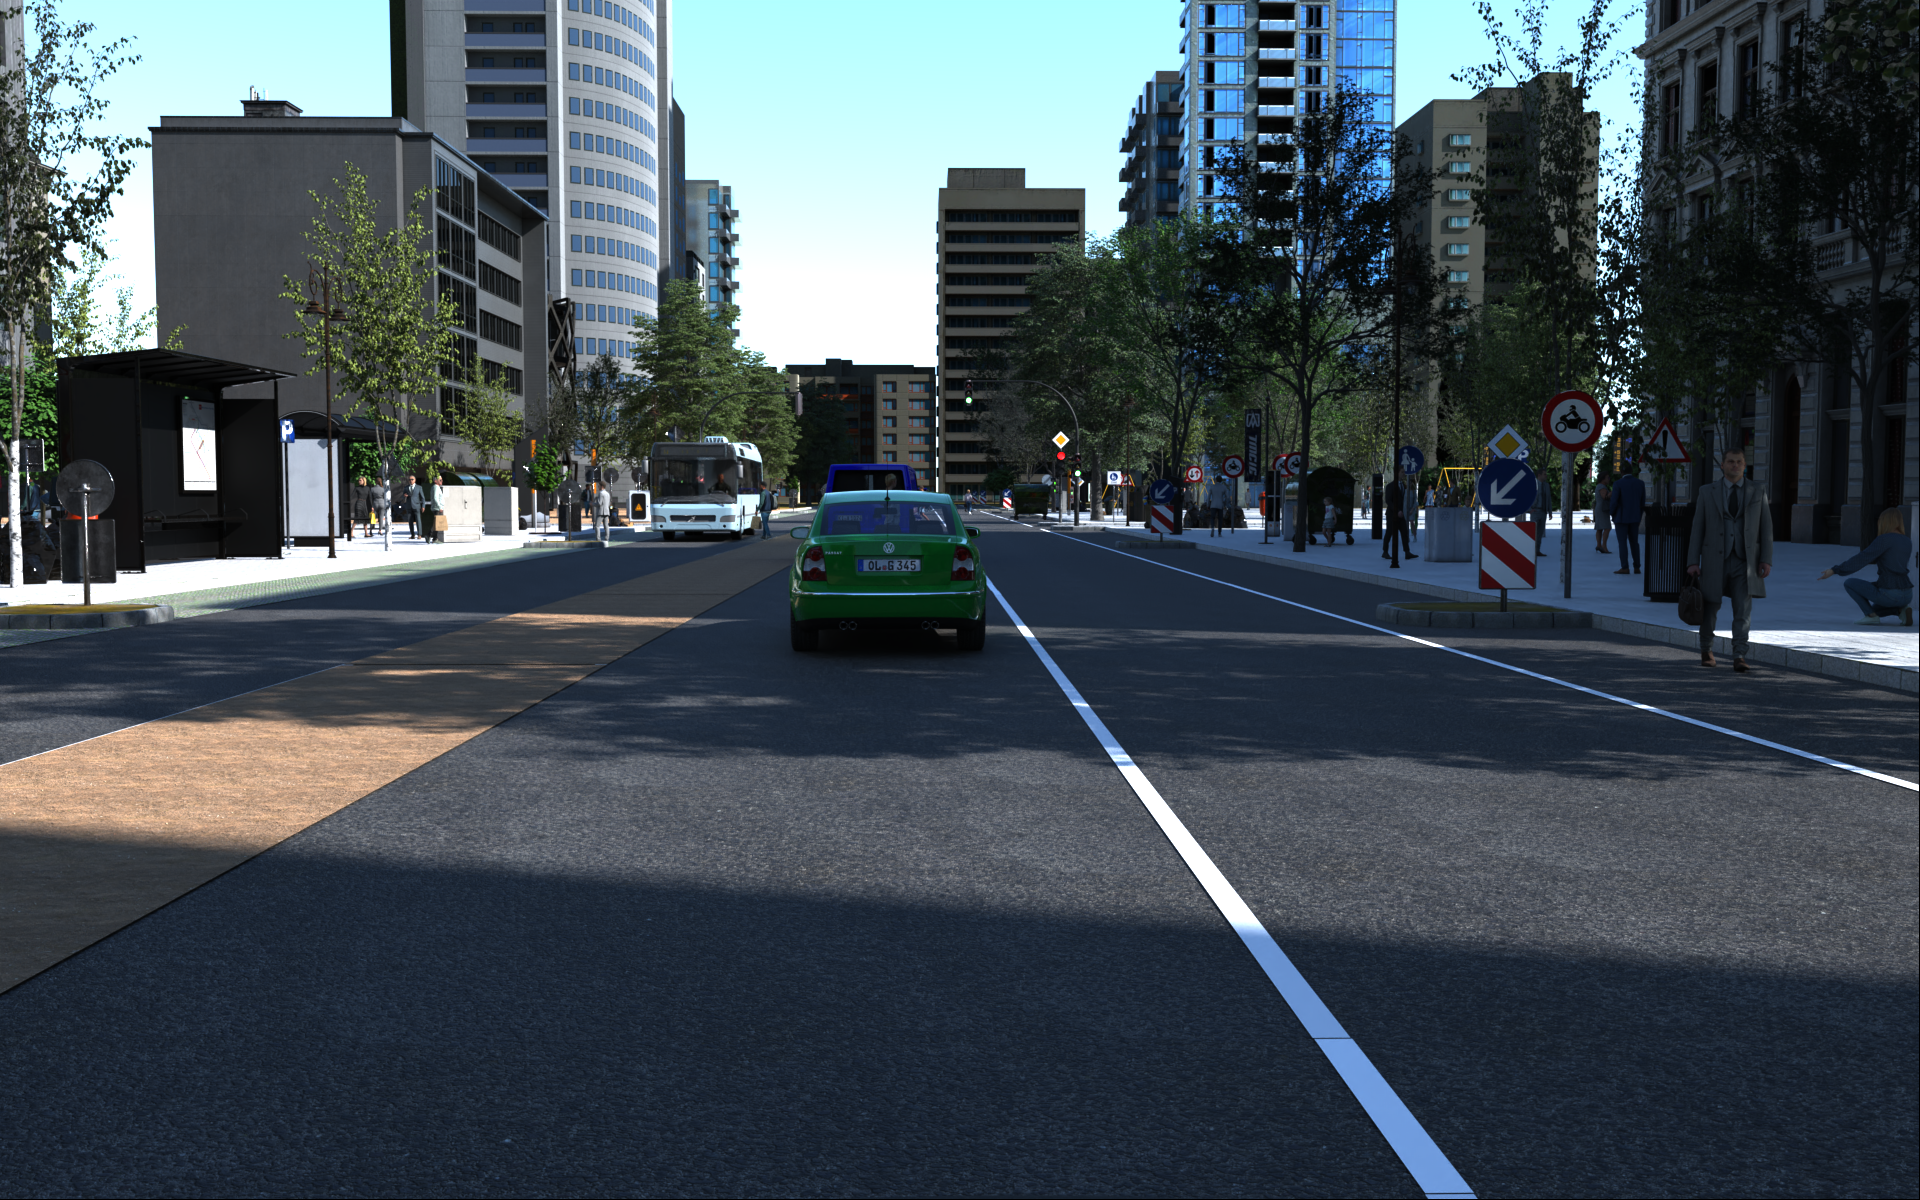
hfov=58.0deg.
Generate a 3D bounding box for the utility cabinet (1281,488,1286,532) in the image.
[{"bbox_3d":[10.993,-2.949,56.902,0.318,1.500,1.173,-1,4,-22],"label":"utility cabinet"}]

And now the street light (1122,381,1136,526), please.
[{"bbox_3d":[6.705,-5.886,69.025,0.468,5.910,1.993,0,4,-1],"label":"street light"}]

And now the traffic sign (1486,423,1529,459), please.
[{"bbox_3d":[10.218,-1.992,32.306,0.795,2.593,0.064,0,4,1],"label":"traffic sign"}]

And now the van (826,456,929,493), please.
[{"bbox_3d":[-1.820,-2.026,37.516,2.240,2.365,5.245,0,4,1],"label":"van"}]

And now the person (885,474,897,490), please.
[{"bbox_3d":[-1.237,-1.290,29.936,0.624,1.780,0.694,0,4,-3],"label":"person"}]

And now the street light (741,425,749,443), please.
[{"bbox_3d":[-14.450,-8.779,116.316,0.468,5.910,1.993,0,4,-1],"label":"street light"}]

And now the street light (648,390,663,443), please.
[{"bbox_3d":[-13.569,-6.384,77.161,0.468,5.910,1.993,0,4,-1],"label":"street light"}]

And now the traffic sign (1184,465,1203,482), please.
[{"bbox_3d":[10.484,-4.758,77.798,0.884,2.594,0.081,1,4,8],"label":"traffic sign"}]

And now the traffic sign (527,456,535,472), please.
[{"bbox_3d":[-14.294,-3.580,58.264,0.795,2.593,0.064,0,4,0],"label":"traffic sign"}]

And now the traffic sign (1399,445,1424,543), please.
[{"bbox_3d":[11.779,-2.777,45.503,0.768,2.556,0.104,1,4,8],"label":"traffic sign"}]

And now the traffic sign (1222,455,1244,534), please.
[{"bbox_3d":[8.848,-3.427,56.132,0.768,2.556,0.104,0,4,-1],"label":"traffic sign"}]

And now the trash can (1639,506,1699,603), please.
[{"bbox_3d":[8.479,-0.549,20.629,0.748,1.137,0.748,0,3,0],"label":"trash can"}]

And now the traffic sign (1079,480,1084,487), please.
[{"bbox_3d":[8.820,-7.849,128.070,0.795,2.593,0.064,0,4,2],"label":"traffic sign"}]

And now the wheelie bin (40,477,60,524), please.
[{"bbox_3d":[-16.030,-1.426,31.228,0.980,1.594,0.693,-1,4,-18],"label":"wheelie bin"}]

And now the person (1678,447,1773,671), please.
[{"bbox_3d":[6.268,-0.340,14.157,0.694,1.812,0.767,1,4,18],"label":"person"}]

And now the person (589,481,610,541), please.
[{"bbox_3d":[-10.199,-2.468,49.054,0.583,1.804,0.606,1,4,12],"label":"person"}]

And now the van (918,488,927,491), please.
[{"bbox_3d":[-4.176,-10.537,176.656,2.240,2.365,5.245,0,4,-2],"label":"van"}]

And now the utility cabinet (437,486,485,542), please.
[{"bbox_3d":[-13.197,-2.264,45.701,0.318,1.500,1.173,3,5,40],"label":"utility cabinet"}]

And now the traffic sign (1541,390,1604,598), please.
[{"bbox_3d":[7.489,-1.295,21.272,0.768,2.556,0.104,0,4,0],"label":"traffic sign"}]

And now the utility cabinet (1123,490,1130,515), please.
[{"bbox_3d":[10.215,-5.706,101.979,1.173,1.500,0.318,2,4,27],"label":"utility cabinet"}]

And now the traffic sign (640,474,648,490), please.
[{"bbox_3d":[-18.123,-6.042,98.890,0.768,2.556,0.104,0,4,7],"label":"traffic sign"}]

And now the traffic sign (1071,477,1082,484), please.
[{"bbox_3d":[7.452,-6.801,110.931,0.795,2.593,0.064,0,4,4],"label":"traffic sign"}]

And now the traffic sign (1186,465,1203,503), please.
[{"bbox_3d":[10.451,-4.718,77.239,0.768,2.556,0.104,0,4,7],"label":"traffic sign"}]

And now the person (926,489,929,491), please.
[{"bbox_3d":[-2.546,-8.198,142.550,0.620,1.820,0.660,0,4,-3],"label":"person"}]

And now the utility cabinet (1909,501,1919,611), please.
[{"bbox_3d":[10.821,-0.500,19.341,0.306,1.237,1.020,1,4,23],"label":"utility cabinet"}]

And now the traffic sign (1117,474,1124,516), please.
[{"bbox_3d":[9.358,-6.271,102.631,0.768,2.556,0.104,0,4,2],"label":"traffic sign"}]

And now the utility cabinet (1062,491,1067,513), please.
[{"bbox_3d":[7.107,-6.671,117.750,0.318,1.500,1.173,0,4,3],"label":"utility cabinet"}]

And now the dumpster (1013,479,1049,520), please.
[{"bbox_3d":[3.902,-5.556,95.783,1.985,2.255,1.502,0,4,-3],"label":"dumpster"}]

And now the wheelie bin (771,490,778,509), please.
[{"bbox_3d":[-16.128,-8.674,149.731,0.980,1.594,0.693,1,4,20],"label":"wheelie bin"}]

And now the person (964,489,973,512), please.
[{"bbox_3d":[0.711,-8.014,139.622,0.694,1.812,0.767,-3,5,-40],"label":"person"}]

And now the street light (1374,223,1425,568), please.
[{"bbox_3d":[7.544,-3.491,29.868,0.468,5.910,1.993,0,4,-1],"label":"street light"}]

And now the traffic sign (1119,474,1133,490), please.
[{"bbox_3d":[10.441,-6.660,108.887,0.884,2.594,0.081,0,4,0],"label":"traffic sign"}]

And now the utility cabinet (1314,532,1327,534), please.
[{"bbox_3d":[11.160,-2.691,55.152,1.020,1.237,0.306,-1,4,-14],"label":"utility cabinet"}]

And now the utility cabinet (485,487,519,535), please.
[{"bbox_3d":[-14.144,-2.737,53.423,1.173,1.500,0.318,2,4,31],"label":"utility cabinet"}]

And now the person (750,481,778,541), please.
[{"bbox_3d":[-6.030,-2.733,53.164,0.713,1.824,0.794,3,5,40],"label":"person"}]

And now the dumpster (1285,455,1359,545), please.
[{"bbox_3d":[9.247,-2.552,44.222,1.502,2.255,1.985,0,4,-1],"label":"dumpster"}]

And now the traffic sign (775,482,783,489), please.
[{"bbox_3d":[-15.054,-8.676,143.987,0.606,2.300,0.079,0,4,-1],"label":"traffic sign"}]

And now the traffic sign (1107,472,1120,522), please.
[{"bbox_3d":[6.949,-4.657,78.270,0.606,2.300,0.079,0,4,5],"label":"traffic sign"}]

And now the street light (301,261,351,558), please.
[{"bbox_3d":[-12.595,-3.778,34.560,0.468,5.910,1.993,0,4,-1],"label":"street light"}]

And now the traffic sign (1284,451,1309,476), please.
[{"bbox_3d":[10.057,-3.163,51.829,0.768,2.556,0.104,0,4,0],"label":"traffic sign"}]

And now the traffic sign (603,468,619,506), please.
[{"bbox_3d":[-16.862,-5.114,83.720,0.768,2.556,0.104,0,4,2],"label":"traffic sign"}]

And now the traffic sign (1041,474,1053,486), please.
[{"bbox_3d":[5.647,-6.846,112.036,0.768,2.556,0.104,0,4,4],"label":"traffic sign"}]

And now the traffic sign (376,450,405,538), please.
[{"bbox_3d":[-16.775,-3.117,50.972,0.884,2.594,0.081,0,4,8],"label":"traffic sign"}]

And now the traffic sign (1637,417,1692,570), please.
[{"bbox_3d":[11.910,-1.794,29.344,0.884,2.594,0.081,0,4,5],"label":"traffic sign"}]

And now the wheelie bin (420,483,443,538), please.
[{"bbox_3d":[-15.555,-2.633,50.963,0.980,1.594,0.693,0,4,3],"label":"wheelie bin"}]

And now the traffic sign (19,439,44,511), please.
[{"bbox_3d":[-17.306,-1.838,32.174,0.606,2.300,0.079,0,4,4],"label":"traffic sign"}]

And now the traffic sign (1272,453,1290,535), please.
[{"bbox_3d":[10.182,-3.323,54.444,0.768,2.556,0.104,0,4,4],"label":"traffic sign"}]

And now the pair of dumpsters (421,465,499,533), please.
[{"bbox_3d":[-16.251,-3.299,56.432,1.574,2.255,4.437,0,4,-1],"label":"pair of dumpsters"}]

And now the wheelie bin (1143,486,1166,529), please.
[{"bbox_3d":[7.282,-3.445,64.242,0.980,1.594,0.693,-2,4,-27],"label":"wheelie bin"}]

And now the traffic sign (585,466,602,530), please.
[{"bbox_3d":[-13.235,-3.694,62.520,0.606,2.300,0.079,0,4,5],"label":"traffic sign"}]

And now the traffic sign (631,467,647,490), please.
[{"bbox_3d":[-15.035,-4.957,81.154,0.768,2.556,0.104,0,4,8],"label":"traffic sign"}]
